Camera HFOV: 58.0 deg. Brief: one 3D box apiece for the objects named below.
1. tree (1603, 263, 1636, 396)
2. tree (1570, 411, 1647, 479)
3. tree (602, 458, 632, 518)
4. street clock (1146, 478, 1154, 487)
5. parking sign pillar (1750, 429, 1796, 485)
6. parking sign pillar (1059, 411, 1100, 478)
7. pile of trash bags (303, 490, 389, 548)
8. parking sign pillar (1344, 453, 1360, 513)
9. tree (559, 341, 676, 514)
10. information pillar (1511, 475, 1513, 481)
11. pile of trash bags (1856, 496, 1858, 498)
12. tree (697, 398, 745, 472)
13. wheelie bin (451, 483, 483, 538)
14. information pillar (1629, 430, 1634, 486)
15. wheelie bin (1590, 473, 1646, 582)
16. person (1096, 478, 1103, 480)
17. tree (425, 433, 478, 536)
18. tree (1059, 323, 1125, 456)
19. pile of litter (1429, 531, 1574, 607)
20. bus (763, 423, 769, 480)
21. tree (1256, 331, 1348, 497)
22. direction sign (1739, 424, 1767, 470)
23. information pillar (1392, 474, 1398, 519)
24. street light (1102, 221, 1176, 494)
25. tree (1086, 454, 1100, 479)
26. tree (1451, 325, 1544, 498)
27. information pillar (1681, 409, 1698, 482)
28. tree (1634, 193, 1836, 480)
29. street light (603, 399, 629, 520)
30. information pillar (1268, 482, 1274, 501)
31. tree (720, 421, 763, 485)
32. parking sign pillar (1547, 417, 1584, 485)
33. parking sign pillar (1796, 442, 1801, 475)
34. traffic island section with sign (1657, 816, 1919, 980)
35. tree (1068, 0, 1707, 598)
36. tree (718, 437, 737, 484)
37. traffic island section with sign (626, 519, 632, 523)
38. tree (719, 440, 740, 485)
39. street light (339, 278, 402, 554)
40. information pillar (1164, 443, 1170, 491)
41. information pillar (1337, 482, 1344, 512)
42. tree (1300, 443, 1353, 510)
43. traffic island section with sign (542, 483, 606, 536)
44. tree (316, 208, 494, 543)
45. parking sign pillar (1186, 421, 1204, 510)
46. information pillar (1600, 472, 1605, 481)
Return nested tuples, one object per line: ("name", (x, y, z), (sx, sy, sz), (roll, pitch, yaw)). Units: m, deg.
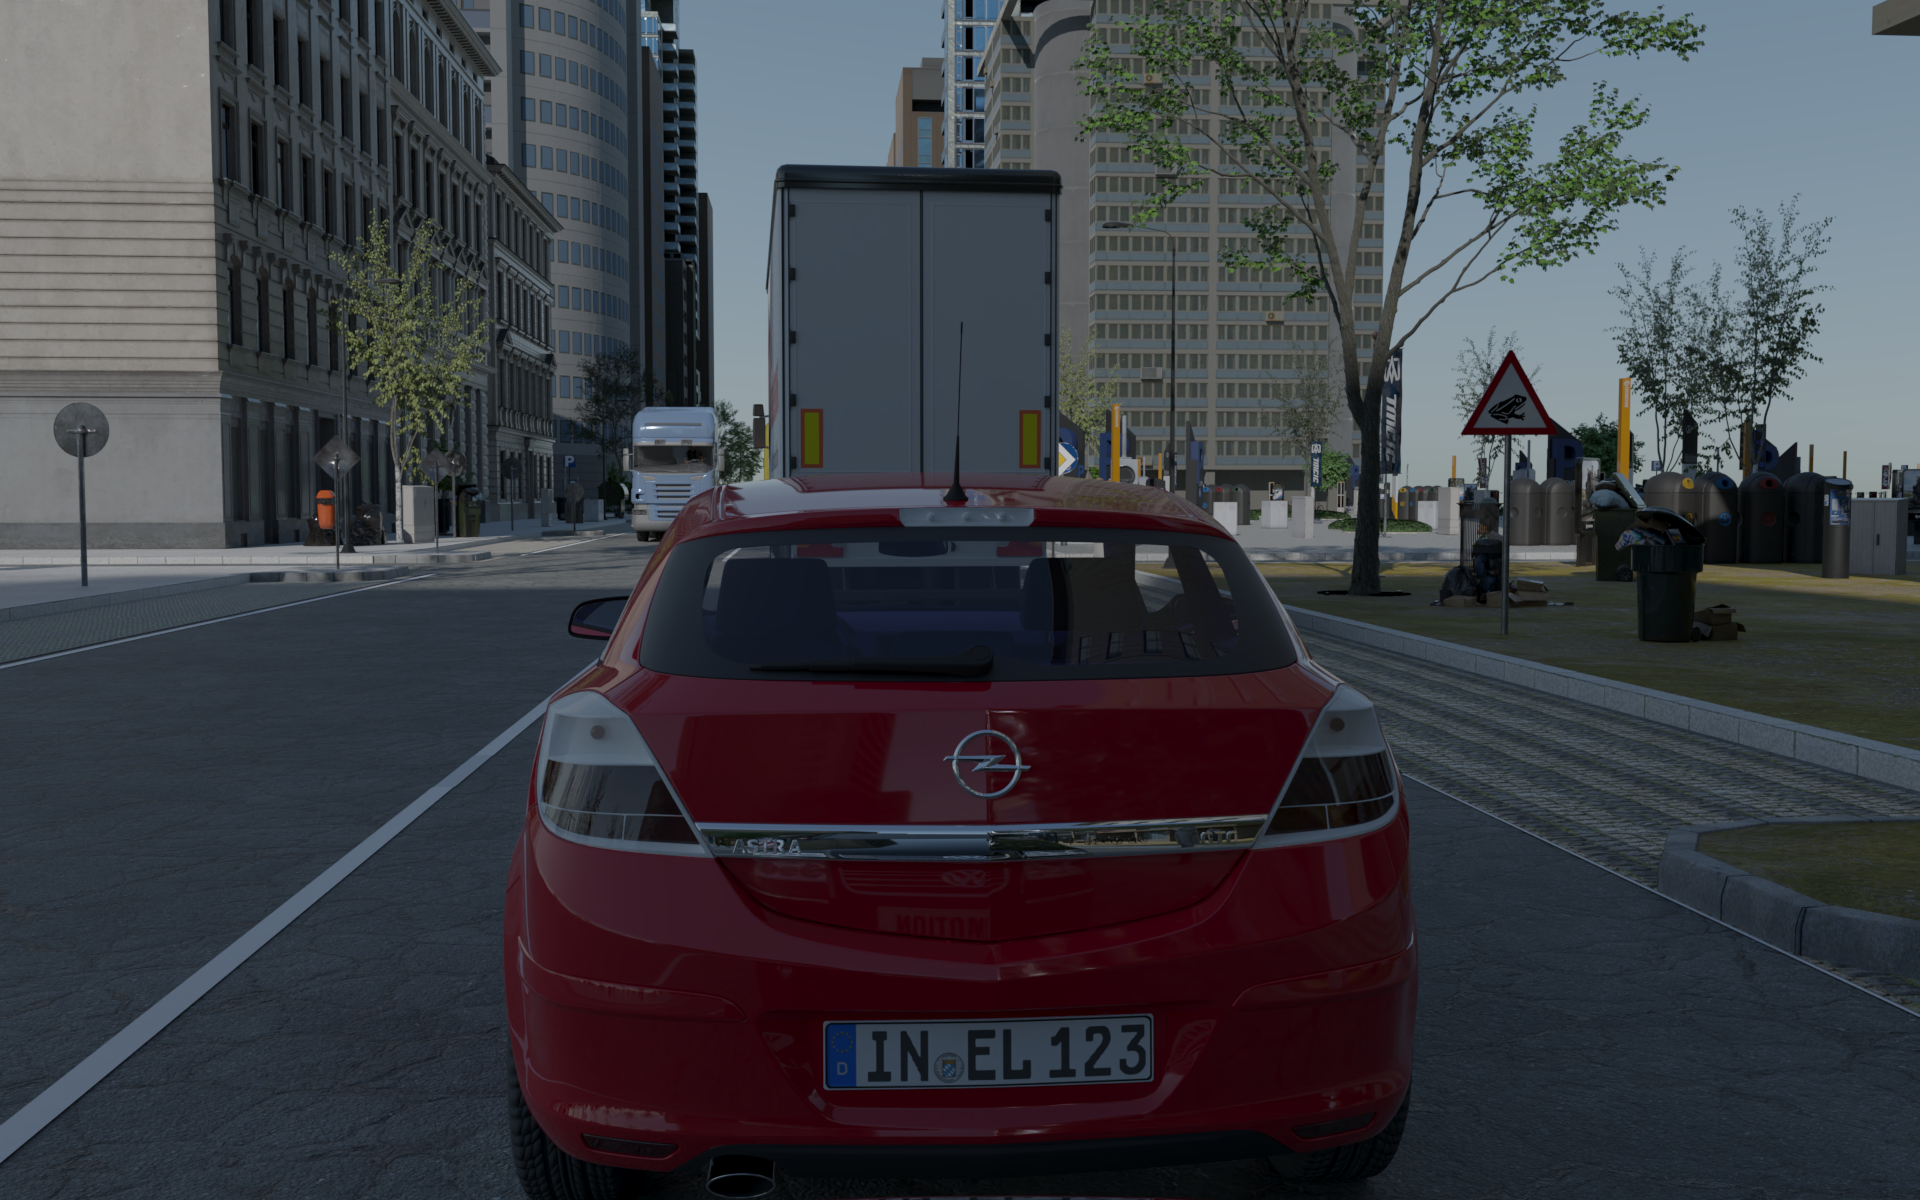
("tree", (20.994, -6.159, 51.065), (4.360, 8.622, 3.978), (0, 3, 0))
("tree", (25.406, -5.205, 68.810), (4.285, 4.588, 4.351), (0, 3, 0))
("tree", (-18.664, -6.018, 92.988), (1.663, 3.219, 1.824), (0, 3, 0))
("street clock", (8.672, -4.528, 78.599), (0.471, 2.002, 0.358), (-2, 4, -31))
("parking sign pillar", (31.375, -4.842, 67.632), (1.447, 3.967, 1.447), (-1, 4, -14))
("parking sign pillar", (2.974, -3.782, 50.307), (1.447, 3.967, 1.447), (3, 4, 37))
("pile of trash bags", (-15.303, -2.021, 42.801), (1.912, 1.369, 3.447), (0, 4, -8))
("parking sign pillar", (26.137, -7.748, 115.160), (1.447, 3.967, 1.447), (3, 4, 36))
("tree", (-20.264, -10.402, 104.492), (8.767, 10.594, 7.601), (1, 4, 18))
("information pillar", (21.584, -3.869, 67.752), (0.304, 2.012, 0.304), (0, 4, 6))
("pile of trash bags", (34.219, -3.404, 65.416), (3.447, 1.369, 1.912), (0, 4, -5))
("tree", (-26.869, -16.015, 187.606), (9.928, 11.665, 9.643), (0, 3, 0))
("wheelie bin", (-14.572, -2.656, 51.335), (0.693, 1.594, 0.980), (3, 5, 41))
("information pillar", (21.703, -3.979, 56.411), (0.183, 3.616, 0.504), (-2, 4, -26))
("wheelie bin", (9.698, -1.080, 25.574), (0.693, 1.594, 0.980), (2, 4, 32))
("person", (2.818, -1.567, 34.663), (0.362, 1.759, 0.519), (0, 4, -4))
("tree", (-15.959, -3.600, 53.463), (1.663, 3.219, 1.824), (0, 3, 0))
("tree", (4.990, -7.645, 75.350), (4.737, 8.622, 4.395), (0, 3, 0))
("pile of litter", (6.279, -0.371, 20.024), (1.719, 0.858, 1.176), (0, 4, 7))
("bus", (-5.023, -3.961, 56.315), (2.896, 3.916, 12.252), (0, 4, -6))
("tree", (15.548, -7.753, 77.128), (4.360, 8.622, 3.978), (0, 3, 0))
("direction sign", (25.686, -3.926, 56.183), (0.379, 3.537, 0.876), (-3, 4, -36))
("information pillar", (19.933, -5.381, 79.336), (0.183, 3.616, 0.504), (0, 4, -7))
("street light", (3.111, -3.494, 29.669), (1.470, 5.913, 1.316), (0, 4, -5))
("tree", (5.338, -4.203, 63.326), (1.663, 3.219, 1.824), (0, 3, 0))
("tree", (23.579, -7.728, 76.720), (4.360, 8.622, 3.978), (0, 3, 0))
("information pillar", (20.022, -3.439, 47.579), (0.504, 3.616, 0.183), (-1, 4, -21))
("tree", (19.639, -5.664, 42.976), (4.360, 8.622, 3.978), (0, 3, 0))
("street light", (-16.933, -6.878, 85.002), (1.470, 5.913, 1.316), (0, 4, -5))
("information pillar", (19.489, -6.360, 108.485), (0.304, 2.012, 0.304), (0, 4, -3))
("tree", (-33.797, -21.426, 268.437), (7.486, 12.596, 7.792), (0, 3, 0))
("parking sign pillar", (21.337, -4.432, 60.933), (1.447, 3.967, 1.447), (-1, 4, -14))
("parking sign pillar", (43.141, -6.224, 90.233), (1.447, 3.967, 1.447), (-1, 4, -18))
("traffic island section with sign", (3.532, 0.171, 5.832), (1.989, 1.847, 2.006), (0, 4, -5))
("tree", (5.066, -5.856, 21.506), (9.928, 11.665, 9.643), (0, 3, 0))
("tree", (-28.662, -15.700, 207.062), (4.360, 8.622, 3.978), (0, 3, 0))
("traffic island section with sign", (-15.735, -4.803, 87.161), (1.989, 1.847, 2.006), (0, 4, -5))
("tree", (-30.001, -16.580, 221.452), (4.737, 8.622, 4.395), (0, 3, 0))
("street light", (-12.713, -3.966, 37.385), (1.470, 5.913, 1.316), (0, 4, -5))
("information pillar", (9.482, -5.376, 79.246), (0.183, 3.616, 0.504), (-2, 4, -25))
("information pillar", (23.151, -6.167, 105.317), (0.304, 2.012, 0.304), (-3, 4, -39))
("tree", (23.265, -7.724, 110.008), (4.285, 4.588, 4.351), (0, 3, 0))
("traffic island section with sign", (-13.323, -3.134, 59.868), (1.989, 1.847, 2.006), (0, 4, -5))
("tree", (-14.626, -5.832, 45.711), (4.737, 8.622, 4.395), (0, 3, 0))
("parking sign pillar", (8.722, -4.642, 64.367), (1.447, 3.967, 1.447), (1, 4, 19))
("information pillar", (21.160, -3.238, 57.440), (0.304, 2.012, 0.304), (-1, 4, -11))
